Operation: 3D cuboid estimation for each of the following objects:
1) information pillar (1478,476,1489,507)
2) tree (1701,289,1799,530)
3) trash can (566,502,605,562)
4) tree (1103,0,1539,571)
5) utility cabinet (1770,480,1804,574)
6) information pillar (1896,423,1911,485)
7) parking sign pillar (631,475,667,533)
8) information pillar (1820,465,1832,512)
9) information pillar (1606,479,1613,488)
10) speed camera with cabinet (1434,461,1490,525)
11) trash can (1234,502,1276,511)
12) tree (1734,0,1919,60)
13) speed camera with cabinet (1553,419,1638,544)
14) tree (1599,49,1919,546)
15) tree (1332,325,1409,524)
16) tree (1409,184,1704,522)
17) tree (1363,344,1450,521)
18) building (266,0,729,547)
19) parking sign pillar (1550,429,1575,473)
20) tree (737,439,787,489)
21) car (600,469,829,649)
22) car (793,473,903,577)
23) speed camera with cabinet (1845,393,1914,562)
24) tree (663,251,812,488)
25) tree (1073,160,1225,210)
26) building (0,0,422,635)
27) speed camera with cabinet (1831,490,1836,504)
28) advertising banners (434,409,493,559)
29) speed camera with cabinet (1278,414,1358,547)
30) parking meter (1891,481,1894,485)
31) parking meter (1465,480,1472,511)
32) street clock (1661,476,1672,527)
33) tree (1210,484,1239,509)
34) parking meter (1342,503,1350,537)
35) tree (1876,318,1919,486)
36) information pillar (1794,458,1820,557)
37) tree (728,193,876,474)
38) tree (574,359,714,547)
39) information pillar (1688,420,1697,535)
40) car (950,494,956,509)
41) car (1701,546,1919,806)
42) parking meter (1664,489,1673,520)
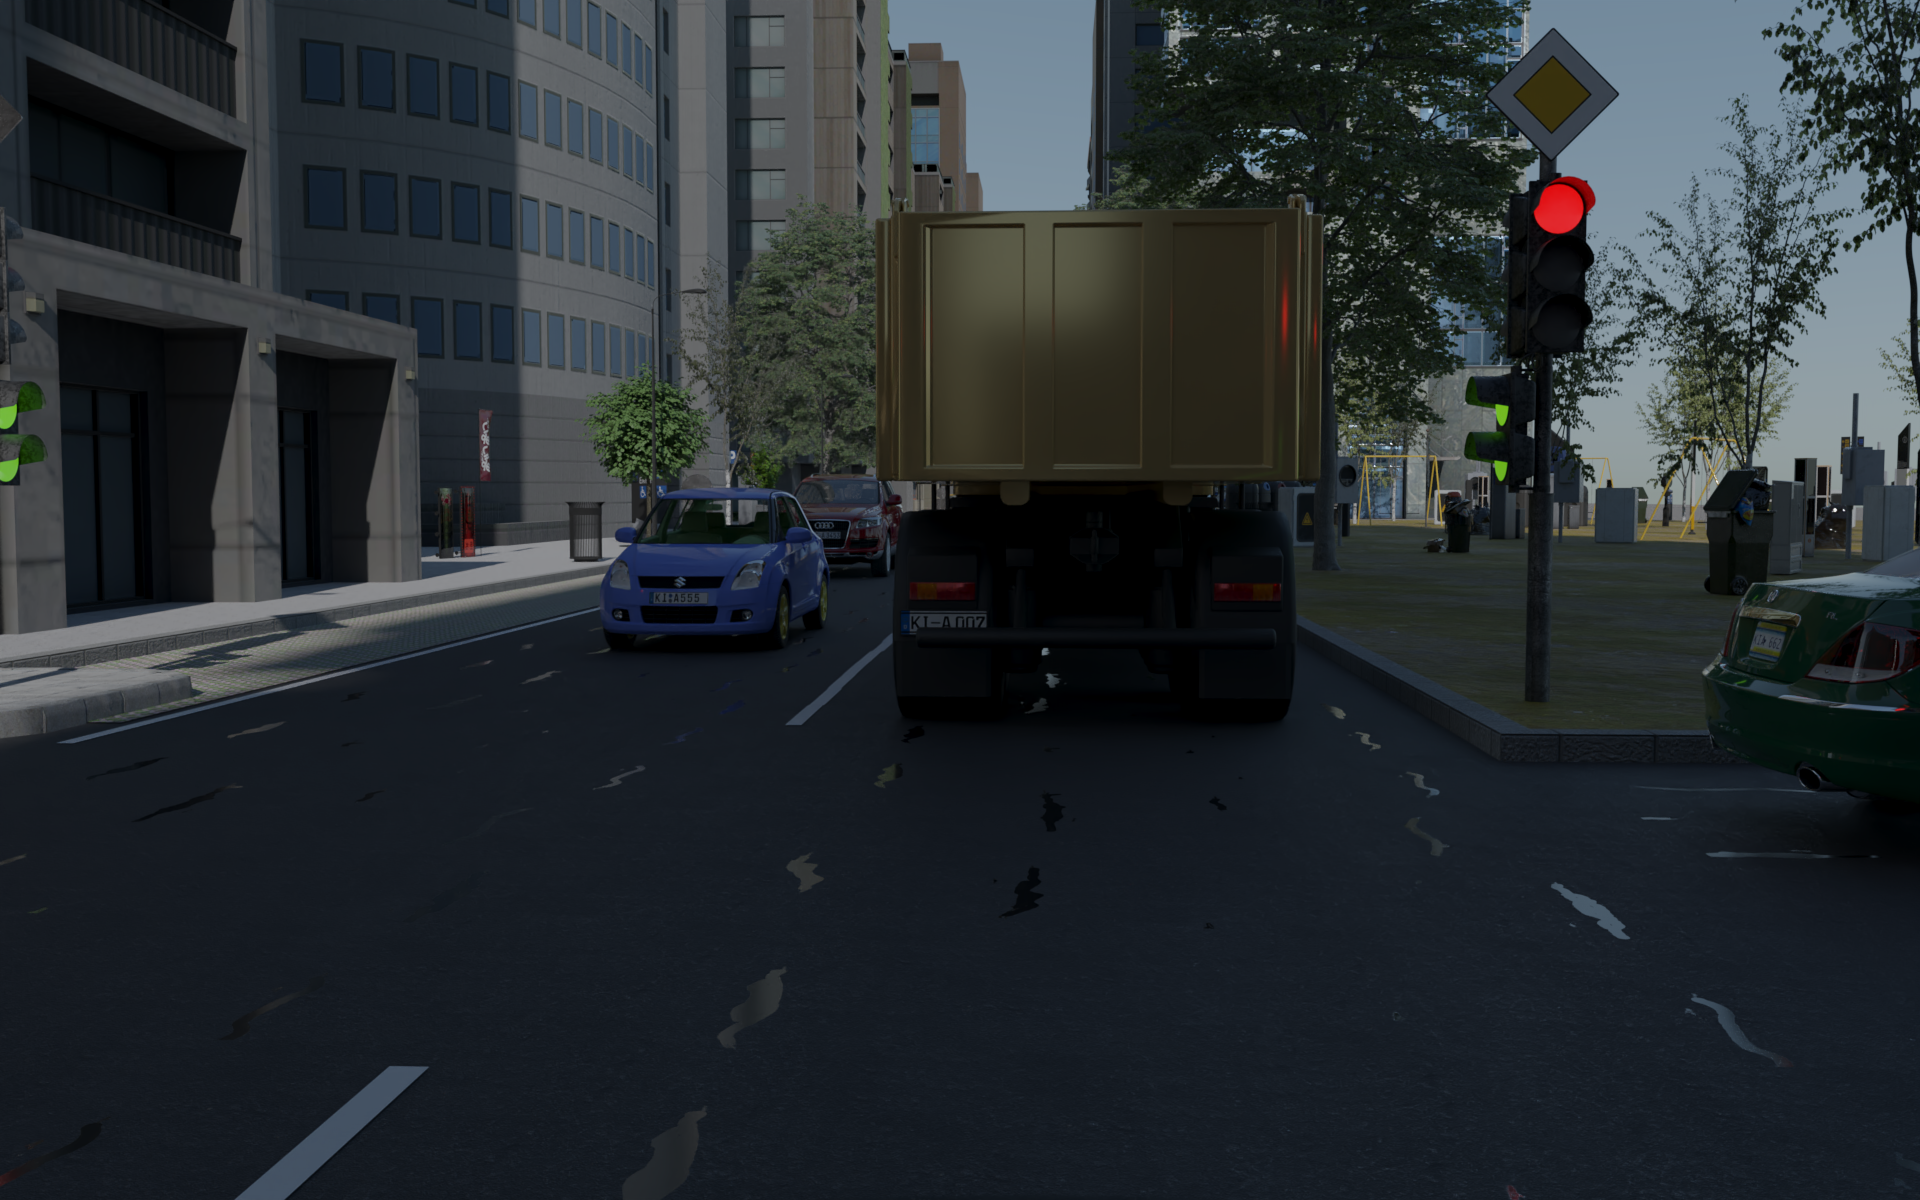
[{"bbox_3d":[21.507,-4.081,71.218,0.304,2.012,0.304,-1,4,-21],"label":"information pillar"},{"bbox_3d":[26.885,-6.811,61.724,4.737,8.622,4.395,0,3,0],"label":"tree"},{"bbox_3d":[-7.073,-1.289,32.728,0.748,1.137,0.748,0,3,0],"label":"trash can"},{"bbox_3d":[5.903,-6.753,28.536,7.486,12.596,7.792,0,3,0],"label":"tree"},{"bbox_3d":[13.273,-1.168,27.771,0.318,1.500,1.173,2,4,34],"label":"utility cabinet"},{"bbox_3d":[31.089,-4.021,57.090,0.183,3.616,0.504,-1,4,-12],"label":"information pillar"},{"bbox_3d":[-8.738,-3.681,48.658,1.447,3.967,1.447,-3,5,-40],"label":"parking sign pillar"},{"bbox_3d":[22.202,-2.451,44.562,0.304,2.012,0.304,3,5,40],"label":"information pillar"},{"bbox_3d":[31.488,-4.865,84.027,0.304,2.012,0.304,1,4,20],"label":"information pillar"},{"bbox_3d":[20.917,-4.772,72.355,2.038,3.252,0.660,2,4,31],"label":"speed camera with cabinet"},{"bbox_3d":[5.331,-1.203,31.316,0.748,1.137,0.748,0,3,0],"label":"trash can"},{"bbox_3d":[9.261,-4.015,16.002,4.360,8.622,3.978,0,3,0],"label":"tree"},{"bbox_3d":[16.686,-3.126,45.441,2.038,3.252,0.660,2,4,30],"label":"speed camera with cabinet"},{"bbox_3d":[14.193,-4.961,31.468,4.360,8.622,3.978,0,3,0],"label":"tree"},{"bbox_3d":[17.044,-7.579,74.286,4.737,8.622,4.395,0,3,0],"label":"tree"},{"bbox_3d":[14.129,-5.562,41.293,4.737,8.622,4.395,0,3,0],"label":"tree"},{"bbox_3d":[20.930,-8.083,82.516,4.360,8.622,3.978,0,3,0],"label":"tree"},{"bbox_3d":[-20.239,-31.232,52.637,21.231,58.520,28.212,0,4,3],"label":"building"},{"bbox_3d":[24.377,-5.022,70.580,1.447,3.967,1.447,-2,4,-27],"label":"parking sign pillar"},{"bbox_3d":[-6.934,-3.998,59.961,1.663,3.219,1.824,0,3,0],"label":"tree"},{"bbox_3d":[-2.365,-0.467,17.219,1.945,1.707,3.694,0,4,4],"label":"car"},{"bbox_3d":[-2.137,-1.410,31.727,2.281,1.827,5.304,0,4,3],"label":"car"},{"bbox_3d":[17.656,-2.384,33.306,0.660,3.252,2.038,0,4,6],"label":"speed camera with cabinet"},{"bbox_3d":[-6.932,-6.300,53.363,4.360,8.622,3.978,0,3,0],"label":"tree"},{"bbox_3d":[7.363,-9.632,64.133,9.857,13.997,8.962,0,3,0],"label":"tree"},{"bbox_3d":[-18.478,-35.566,19.757,20.563,71.187,20.611,0,4,3],"label":"building"},{"bbox_3d":[34.109,-4.375,65.863,2.038,3.252,0.660,2,4,33],"label":"speed camera with cabinet"},{"bbox_3d":[-9.998,-2.376,35.036,0.090,3.025,2.074,1,4,17],"label":"advertising banners"},{"bbox_3d":[8.736,-2.927,42.190,2.038,3.252,0.660,-2,4,-28],"label":"speed camera with cabinet"},{"bbox_3d":[37.978,-3.948,70.269,0.255,1.863,0.399,-1,4,-11],"label":"parking meter"},{"bbox_3d":[20.862,-3.997,71.060,0.255,1.863,0.399,1,4,12],"label":"parking meter"},{"bbox_3d":[27.874,-3.902,68.361,0.471,2.002,0.358,-3,4,-38],"label":"street clock"},{"bbox_3d":[5.648,-3.341,38.339,4.285,4.588,4.351,0,3,0],"label":"tree"},{"bbox_3d":[11.615,-2.846,52.239,0.255,1.863,0.399,1,4,23],"label":"parking meter"},{"bbox_3d":[29.374,-6.125,50.508,4.737,8.622,4.395,0,3,0],"label":"tree"},{"bbox_3d":[17.182,-1.881,35.241,0.304,2.012,0.304,-2,4,-25],"label":"information pillar"},{"bbox_3d":[-5.823,-10.302,75.091,9.857,13.997,8.962,0,3,0],"label":"tree"},{"bbox_3d":[-7.703,-3.580,42.253,4.285,4.588,4.351,0,3,0],"label":"tree"},{"bbox_3d":[23.261,-3.890,54.954,0.183,3.616,0.504,1,4,16],"label":"information pillar"},{"bbox_3d":[-0.136,-6.936,123.627,2.015,1.641,3.980,0,4,3],"label":"car"},{"bbox_3d":[5.727,0.284,7.149,4.920,1.459,2.131,0,4,4],"label":"car"},{"bbox_3d":[34.614,-4.661,84.620,0.372,1.533,0.369,0,3,0],"label":"parking meter"}]
